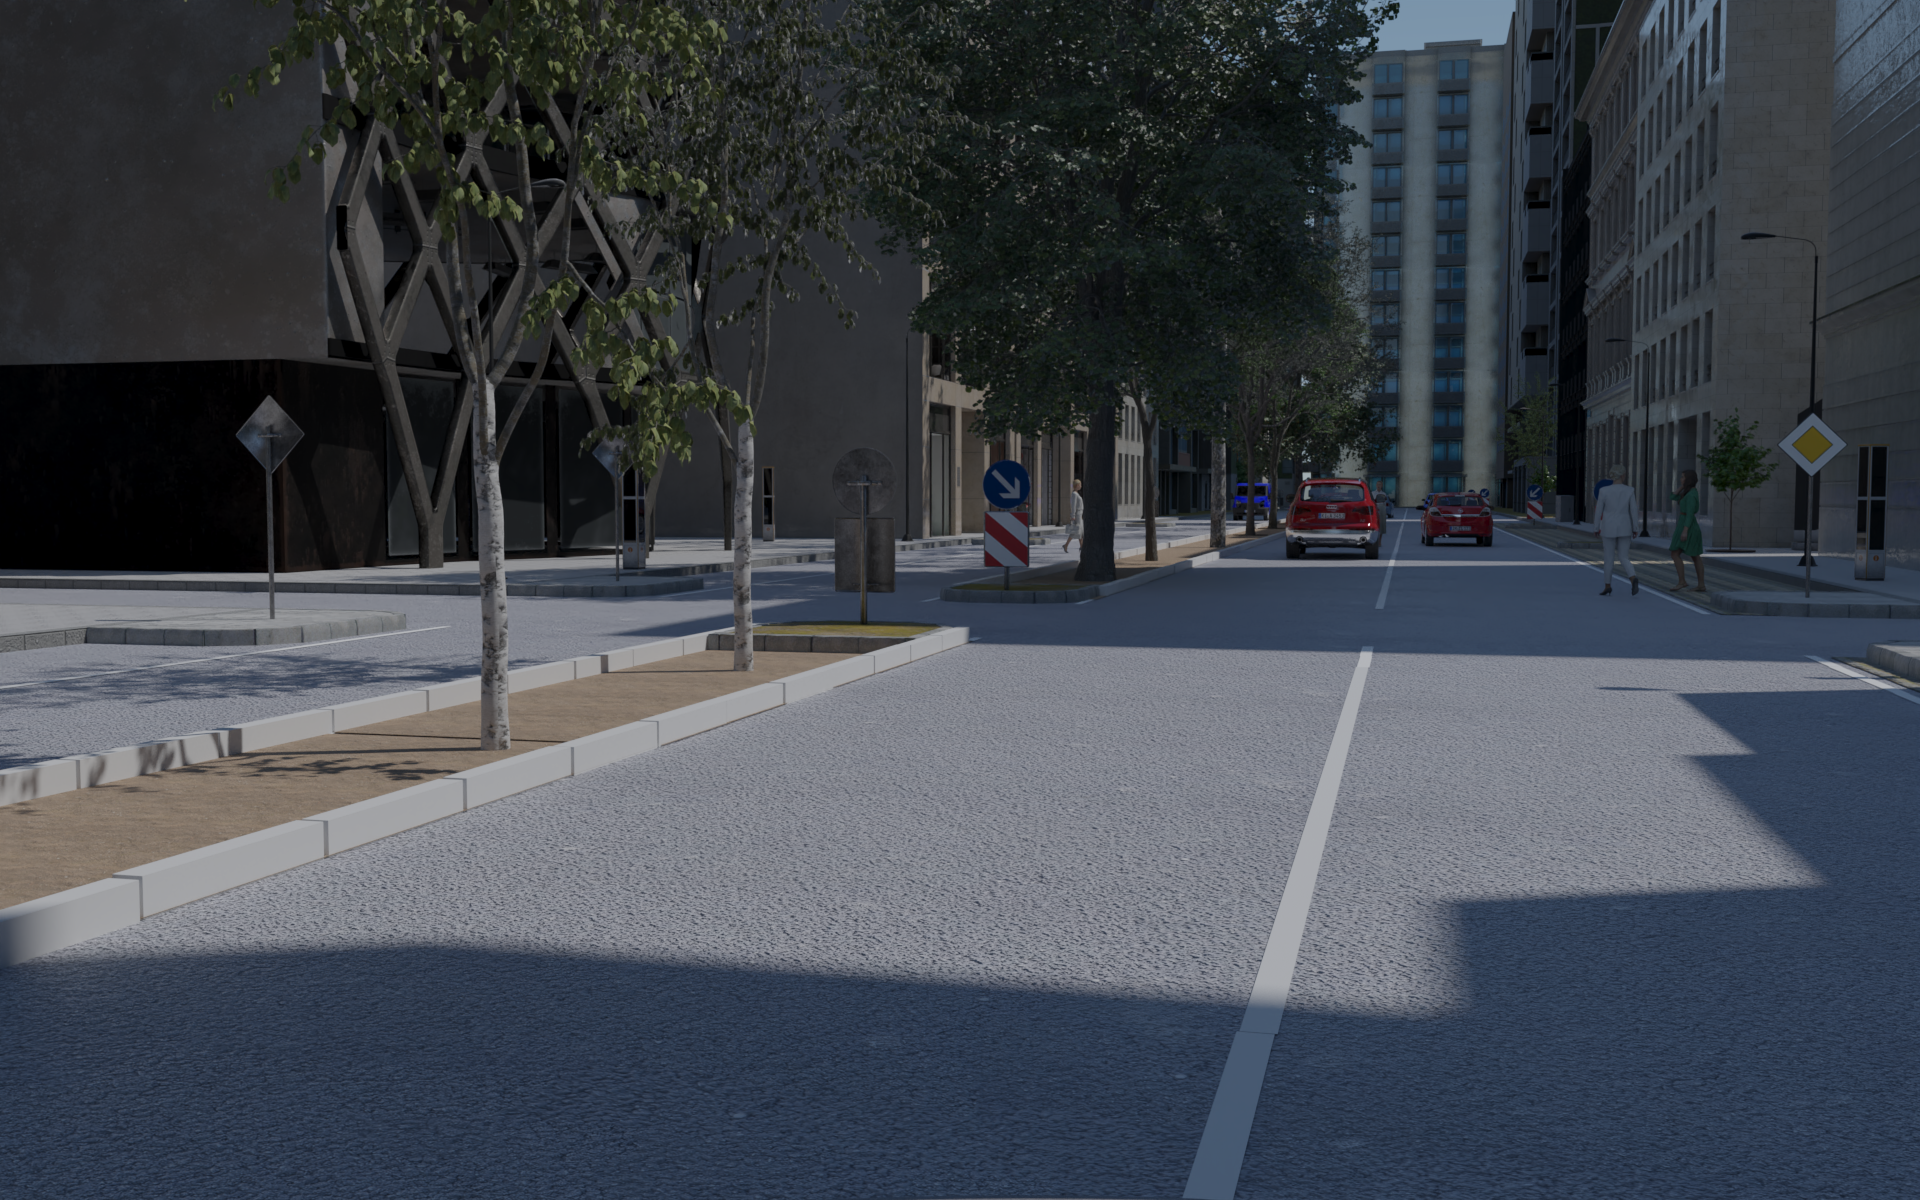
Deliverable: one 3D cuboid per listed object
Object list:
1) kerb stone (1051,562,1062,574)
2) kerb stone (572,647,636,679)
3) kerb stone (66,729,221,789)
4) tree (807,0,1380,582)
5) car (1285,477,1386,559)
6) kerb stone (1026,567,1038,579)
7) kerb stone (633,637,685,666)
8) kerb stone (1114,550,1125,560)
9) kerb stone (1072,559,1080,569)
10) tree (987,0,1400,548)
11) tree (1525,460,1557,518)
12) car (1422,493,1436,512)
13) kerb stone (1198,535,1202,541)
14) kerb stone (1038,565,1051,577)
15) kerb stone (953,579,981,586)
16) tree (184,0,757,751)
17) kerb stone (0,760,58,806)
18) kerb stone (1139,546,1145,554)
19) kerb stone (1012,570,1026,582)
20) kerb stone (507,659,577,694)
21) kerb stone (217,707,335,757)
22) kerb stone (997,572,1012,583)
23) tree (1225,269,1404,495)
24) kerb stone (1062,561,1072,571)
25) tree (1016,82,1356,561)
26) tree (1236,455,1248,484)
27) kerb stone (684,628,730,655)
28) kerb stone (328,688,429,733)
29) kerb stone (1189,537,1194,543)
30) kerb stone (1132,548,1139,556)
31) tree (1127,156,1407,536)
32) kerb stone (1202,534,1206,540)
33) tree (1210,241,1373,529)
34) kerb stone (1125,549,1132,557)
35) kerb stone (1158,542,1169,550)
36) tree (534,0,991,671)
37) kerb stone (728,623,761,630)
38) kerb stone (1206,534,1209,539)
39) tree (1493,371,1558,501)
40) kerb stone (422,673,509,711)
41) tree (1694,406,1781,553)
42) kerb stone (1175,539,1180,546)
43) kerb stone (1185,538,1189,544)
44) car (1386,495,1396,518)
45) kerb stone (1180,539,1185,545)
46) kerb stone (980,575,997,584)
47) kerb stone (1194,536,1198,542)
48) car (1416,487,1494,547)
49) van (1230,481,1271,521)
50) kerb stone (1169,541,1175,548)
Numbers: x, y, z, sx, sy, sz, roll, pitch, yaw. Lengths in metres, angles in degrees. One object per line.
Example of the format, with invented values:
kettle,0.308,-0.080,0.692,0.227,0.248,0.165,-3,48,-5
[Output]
kerb stone,1.640,-0.547,31.180,0.120,0.150,1.000,1,4,15
kerb stone,-2.883,0.512,13.821,0.120,0.150,1.000,1,4,15
kerb stone,-4.179,0.816,8.861,0.120,0.150,1.000,1,4,15
tree,2.253,-7.282,28.167,9.857,13.997,8.962,0,3,0
car,8.617,-1.907,39.846,2.281,1.827,5.304,1,4,14
kerb stone,1.116,-0.427,29.194,0.120,0.150,1.000,1,4,15
kerb stone,-2.630,0.452,14.812,0.120,0.150,1.000,1,4,15
kerb stone,3.444,-0.972,38.126,0.120,0.150,1.000,1,4,15
kerb stone,2.146,-0.671,33.167,0.120,0.150,1.000,1,4,15
tree,5.907,-11.518,46.660,12.611,20.169,13.585,0,3,0
tree,33.064,-6.321,97.958,1.663,3.219,1.824,0,3,0
car,31.764,-6.472,115.414,1.945,1.707,3.694,1,4,14
kerb stone,7.062,-1.824,52.024,0.120,0.150,1.000,1,4,15
kerb stone,1.379,-0.489,30.192,0.120,0.150,1.000,1,4,15
kerb stone,0.083,-0.180,25.233,0.120,0.150,1.000,1,4,15
tree,-2.617,-3.447,9.183,4.737,8.622,4.395,0,3,0
kerb stone,-4.439,0.876,7.870,0.120,0.150,1.000,1,4,15
kerb stone,4.228,-1.156,41.097,0.120,0.150,1.000,1,4,15
kerb stone,0.861,-0.367,28.204,0.120,0.150,1.000,1,4,15
kerb stone,-3.148,0.575,12.831,0.120,0.150,1.000,1,4,15
kerb stone,-3.926,0.759,9.851,0.120,0.150,1.000,1,4,15
kerb stone,0.600,-0.307,27.216,0.120,0.150,1.000,1,4,15
tree,16.147,-9.953,82.199,9.611,12.733,9.660,0,3,0
kerb stone,1.889,-0.611,32.177,0.120,0.150,1.000,1,4,15
tree,4.188,-6.116,36.874,8.767,10.594,7.601,1,4,15
tree,23.200,-9.826,144.373,4.285,4.588,4.351,0,3,0
kerb stone,-2.371,0.391,15.803,0.120,0.150,1.000,1,4,15
kerb stone,-3.673,0.699,10.855,0.120,0.150,1.000,1,4,15
kerb stone,6.554,-1.701,50.037,0.120,0.150,1.000,1,4,15
kerb stone,3.957,-1.096,40.111,0.120,0.150,1.000,1,4,15
tree,9.964,-8.935,58.921,12.009,13.543,11.850,0,3,0
kerb stone,7.326,-1.885,53.019,0.120,0.150,1.000,1,4,15
tree,12.911,-8.709,70.597,9.928,11.665,9.643,0,3,0
kerb stone,3.700,-1.031,39.116,0.120,0.150,1.000,1,4,15
kerb stone,5.253,-1.400,45.083,0.120,0.150,1.000,1,4,15
tree,-1.703,-3.739,13.948,4.360,8.622,3.978,0,3,0
kerb stone,-2.116,0.333,16.793,0.120,0.150,1.000,1,4,15
kerb stone,7.581,-1.946,54.020,0.120,0.150,1.000,1,4,15
tree,34.153,-9.351,103.255,4.737,8.622,4.395,0,3,0
kerb stone,-3.409,0.633,11.843,0.120,0.150,1.000,1,4,15
tree,16.971,-2.657,38.046,1.663,3.219,1.824,0,3,0
kerb stone,5.775,-1.521,47.065,0.120,0.150,1.000,1,4,15
kerb stone,6.291,-1.642,49.048,0.120,0.150,1.000,1,4,15
car,25.018,-5.605,103.637,2.014,1.417,4.499,1,4,16
kerb stone,6.038,-1.579,48.058,0.120,0.150,1.000,1,4,15
kerb stone,0.341,-0.245,26.223,0.120,0.150,1.000,1,4,15
kerb stone,6.812,-1.764,51.033,0.120,0.150,1.000,1,4,15
car,13.979,-2.434,48.831,2.155,1.783,4.494,1,4,13
van,16.018,-5.516,94.565,2.240,2.365,5.245,1,4,14
kerb stone,5.528,-1.460,46.072,0.120,0.150,1.000,1,4,15
